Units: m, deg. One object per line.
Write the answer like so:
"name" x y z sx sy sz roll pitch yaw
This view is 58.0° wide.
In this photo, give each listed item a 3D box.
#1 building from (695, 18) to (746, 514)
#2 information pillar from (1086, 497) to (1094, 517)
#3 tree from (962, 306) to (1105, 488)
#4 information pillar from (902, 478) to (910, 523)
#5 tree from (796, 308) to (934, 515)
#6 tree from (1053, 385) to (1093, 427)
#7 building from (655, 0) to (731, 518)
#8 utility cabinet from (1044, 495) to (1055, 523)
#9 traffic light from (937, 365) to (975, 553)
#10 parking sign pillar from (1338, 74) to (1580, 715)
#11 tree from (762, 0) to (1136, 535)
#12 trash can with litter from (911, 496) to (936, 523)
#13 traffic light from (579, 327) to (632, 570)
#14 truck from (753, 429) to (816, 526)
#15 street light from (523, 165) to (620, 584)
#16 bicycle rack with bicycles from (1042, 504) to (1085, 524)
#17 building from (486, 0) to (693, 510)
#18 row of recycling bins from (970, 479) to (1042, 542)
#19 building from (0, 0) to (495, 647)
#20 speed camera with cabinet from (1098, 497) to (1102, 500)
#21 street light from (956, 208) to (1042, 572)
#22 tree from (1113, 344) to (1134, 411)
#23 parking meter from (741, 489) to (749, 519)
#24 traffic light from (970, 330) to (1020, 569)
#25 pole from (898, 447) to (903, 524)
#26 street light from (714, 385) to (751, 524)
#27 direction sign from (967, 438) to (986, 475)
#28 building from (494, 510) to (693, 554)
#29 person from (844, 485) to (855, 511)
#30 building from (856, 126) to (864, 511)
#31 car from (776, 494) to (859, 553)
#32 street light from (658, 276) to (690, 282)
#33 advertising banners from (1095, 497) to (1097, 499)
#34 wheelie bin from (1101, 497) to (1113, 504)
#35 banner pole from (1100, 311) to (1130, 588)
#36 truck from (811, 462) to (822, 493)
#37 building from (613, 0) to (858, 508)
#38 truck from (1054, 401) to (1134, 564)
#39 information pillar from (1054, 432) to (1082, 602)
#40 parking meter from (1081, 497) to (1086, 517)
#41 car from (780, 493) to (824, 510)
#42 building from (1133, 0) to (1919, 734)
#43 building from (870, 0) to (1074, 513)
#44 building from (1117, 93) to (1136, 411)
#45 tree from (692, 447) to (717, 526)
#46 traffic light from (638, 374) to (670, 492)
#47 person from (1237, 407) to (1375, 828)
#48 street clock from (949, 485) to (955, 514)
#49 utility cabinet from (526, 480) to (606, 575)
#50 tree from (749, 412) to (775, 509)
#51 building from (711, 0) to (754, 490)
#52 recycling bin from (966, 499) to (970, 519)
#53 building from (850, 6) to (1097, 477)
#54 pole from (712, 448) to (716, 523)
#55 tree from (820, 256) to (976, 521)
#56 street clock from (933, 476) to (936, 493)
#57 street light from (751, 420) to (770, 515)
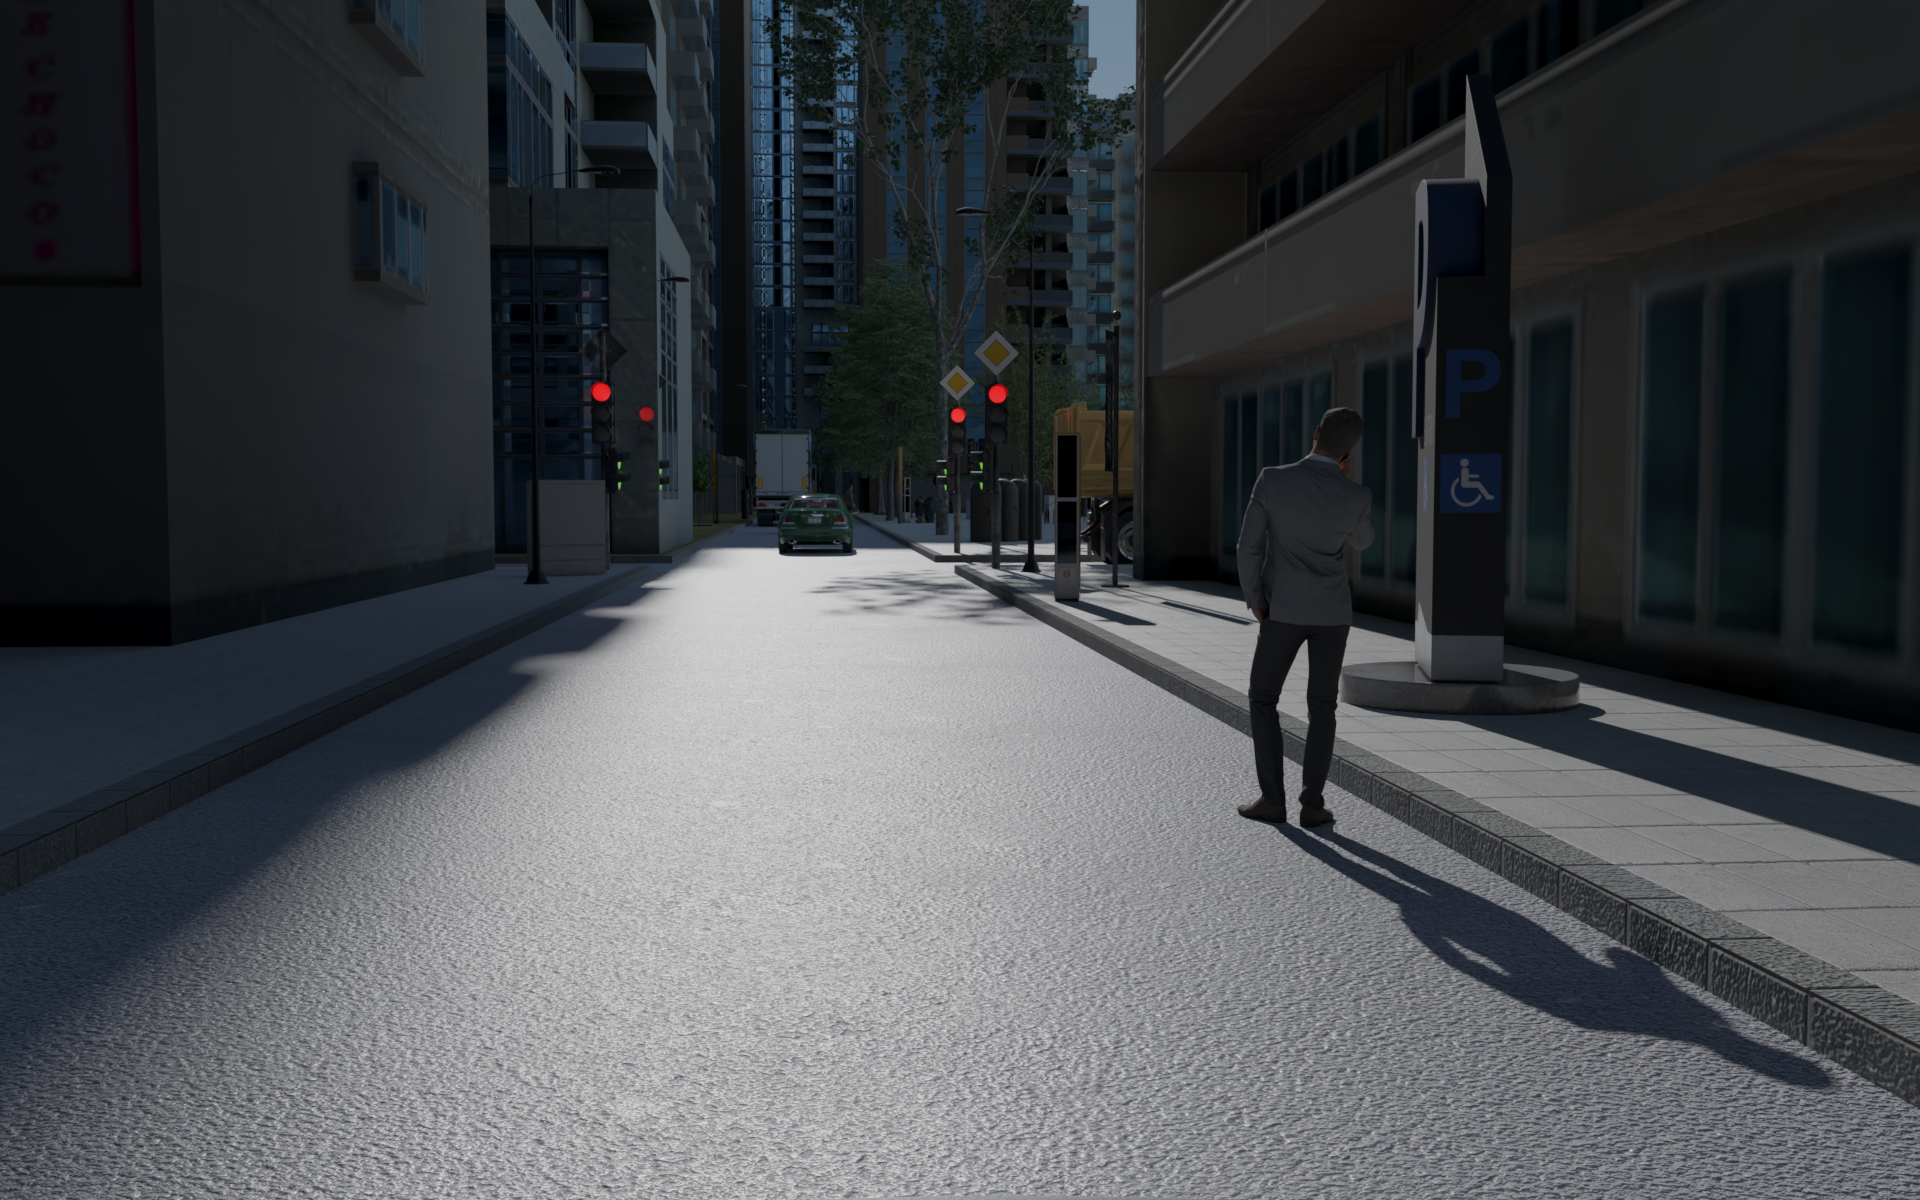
"building" -25.587 -41.702 120.080 20.563 71.187 20.611 0 4 -5
"information pillar" 6.912 -5.355 92.053 0.304 2.012 0.304 2 4 27
"tree" 2.360 -7.125 66.851 4.737 8.622 4.395 0 3 0
"information pillar" -2.416 -4.459 77.397 0.304 2.012 0.304 -2 4 -30
"tree" -4.922 -11.514 105.264 9.611 12.733 9.660 0 3 0
"tree" 7.630 -9.862 111.606 4.360 8.622 3.978 0 3 0
"building" -24.202 -28.668 88.322 23.786 49.044 30.456 0 4 -5
"utility cabinet" 4.150 -4.011 76.745 0.306 1.237 1.020 3 5 41
"traffic light" -0.081 -2.986 37.741 0.839 4.253 0.868 0 4 -5
"parking sign pillar" 3.075 -1.355 10.626 1.447 3.967 1.447 1 4 11
"tree" 0.719 -12.057 53.029 12.611 20.169 13.585 0 3 0
"trash can with litter" -1.466 -3.951 75.985 0.624 1.170 1.055 3 5 40
"traffic light" -5.985 -2.464 29.207 0.839 4.253 0.868 0 4 -5
"truck" -8.113 -5.584 80.214 2.839 4.237 11.283 0 4 -5
"street light" -5.507 -3.184 24.597 1.470 5.913 1.316 0 4 -5
"bicycle rack with bicycles" 4.530 -4.093 80.301 2.852 0.926 2.925 -1 4 -21
"building" -35.319 -52.638 173.301 31.000 86.520 22.319 0 4 -5
"row of recycling bins" 1.330 -2.464 47.391 1.069 1.692 3.534 2 4 26
"building" -17.476 -24.027 16.550 21.600 48.544 21.300 0 4 -5
"speed camera with cabinet" 6.406 -4.709 71.330 0.660 3.252 2.038 3 4 36
"street light" 0.630 -3.410 28.294 1.470 5.913 1.316 0 4 -5
"tree" 8.678 -7.981 80.849 4.737 8.622 4.395 0 3 0
"parking meter" -10.999 -4.908 88.652 0.372 1.533 0.369 0 3 0
"traffic light" 0.601 -2.499 29.785 0.839 4.253 0.868 0 4 -5
"pole" -2.595 -4.961 74.949 0.158 3.312 0.155 0 3 0
"street light" -9.799 -6.185 73.662 1.470 5.913 1.316 0 4 -5
"direction sign" 0.676 -4.809 70.624 0.876 3.537 0.379 2 4 33
"building" -18.862 -45.025 48.837 22.319 86.520 31.000 0 4 -5
"person" -4.962 -4.240 77.742 0.656 1.842 0.836 1 4 20
"building" -1.198 -22.330 136.797 14.160 30.474 14.107 0 4 -5
"car" -3.604 -1.947 43.637 2.131 1.459 4.920 0 4 -3
"street light" -6.462 -3.947 37.072 1.470 5.913 1.316 0 4 -5
"advertising banners" 8.173 -6.530 102.951 0.090 3.025 2.074 3 4 36
"wheelie bin" 5.567 -3.372 63.045 0.980 1.594 0.693 3 5 43
"banner pole" 2.065 -2.051 23.552 0.401 3.779 0.863 1 4 19
"truck" -13.973 -10.253 156.555 2.839 4.237 11.283 0 4 -4
"building" -23.579 -54.540 204.395 31.000 86.520 22.319 0 4 -5
"truck" 6.823 -2.311 33.703 9.791 3.379 3.469 0 4 -4
"information pillar" 1.290 -0.992 20.713 0.304 2.012 0.304 0 4 7
"parking meter" 7.029 -5.633 97.815 0.255 1.863 0.399 3 5 44
"car" -5.480 -3.296 62.922 2.155 1.783 4.494 0 4 -3
"building" 14.148 -23.962 15.481 21.300 48.544 21.600 0 4 -5
"building" -0.092 -28.878 122.260 14.600 45.320 14.200 0 4 -5
"building" 21.516 -36.116 210.108 30.456 49.044 23.786 0 4 -5
"tree" -10.373 -4.579 69.464 1.663 3.219 1.824 0 3 0
"traffic light" -6.667 -2.951 37.163 0.839 4.253 0.868 0 4 -5
"person" 1.493 0.069 7.548 0.592 1.802 0.473 1 4 20
"street clock" -0.597 -6.607 112.590 0.471 2.002 0.358 -1 4 -15
"utility cabinet" -6.199 -1.137 27.264 1.173 1.500 0.318 -2 4 -29
"tree" -18.796 -12.809 159.791 4.737 8.622 4.395 0 3 0
"building" -23.840 -29.868 138.455 14.600 45.320 14.200 0 4 -5
"recycling bin" 0.784 -4.631 88.265 0.722 1.027 0.722 2 4 28
"building" 0.977 -33.893 173.763 23.786 49.044 30.456 0 4 -5
"pole" -10.827 -5.052 76.437 0.158 3.312 0.155 0 3 0
"tree" -2.954 -10.083 82.989 7.486 12.596 7.792 0 3 0
"street clock" -0.745 -3.622 63.794 0.471 2.002 0.358 1 4 10
"street light" -12.586 -8.322 108.610 1.470 5.913 1.316 0 4 -5
